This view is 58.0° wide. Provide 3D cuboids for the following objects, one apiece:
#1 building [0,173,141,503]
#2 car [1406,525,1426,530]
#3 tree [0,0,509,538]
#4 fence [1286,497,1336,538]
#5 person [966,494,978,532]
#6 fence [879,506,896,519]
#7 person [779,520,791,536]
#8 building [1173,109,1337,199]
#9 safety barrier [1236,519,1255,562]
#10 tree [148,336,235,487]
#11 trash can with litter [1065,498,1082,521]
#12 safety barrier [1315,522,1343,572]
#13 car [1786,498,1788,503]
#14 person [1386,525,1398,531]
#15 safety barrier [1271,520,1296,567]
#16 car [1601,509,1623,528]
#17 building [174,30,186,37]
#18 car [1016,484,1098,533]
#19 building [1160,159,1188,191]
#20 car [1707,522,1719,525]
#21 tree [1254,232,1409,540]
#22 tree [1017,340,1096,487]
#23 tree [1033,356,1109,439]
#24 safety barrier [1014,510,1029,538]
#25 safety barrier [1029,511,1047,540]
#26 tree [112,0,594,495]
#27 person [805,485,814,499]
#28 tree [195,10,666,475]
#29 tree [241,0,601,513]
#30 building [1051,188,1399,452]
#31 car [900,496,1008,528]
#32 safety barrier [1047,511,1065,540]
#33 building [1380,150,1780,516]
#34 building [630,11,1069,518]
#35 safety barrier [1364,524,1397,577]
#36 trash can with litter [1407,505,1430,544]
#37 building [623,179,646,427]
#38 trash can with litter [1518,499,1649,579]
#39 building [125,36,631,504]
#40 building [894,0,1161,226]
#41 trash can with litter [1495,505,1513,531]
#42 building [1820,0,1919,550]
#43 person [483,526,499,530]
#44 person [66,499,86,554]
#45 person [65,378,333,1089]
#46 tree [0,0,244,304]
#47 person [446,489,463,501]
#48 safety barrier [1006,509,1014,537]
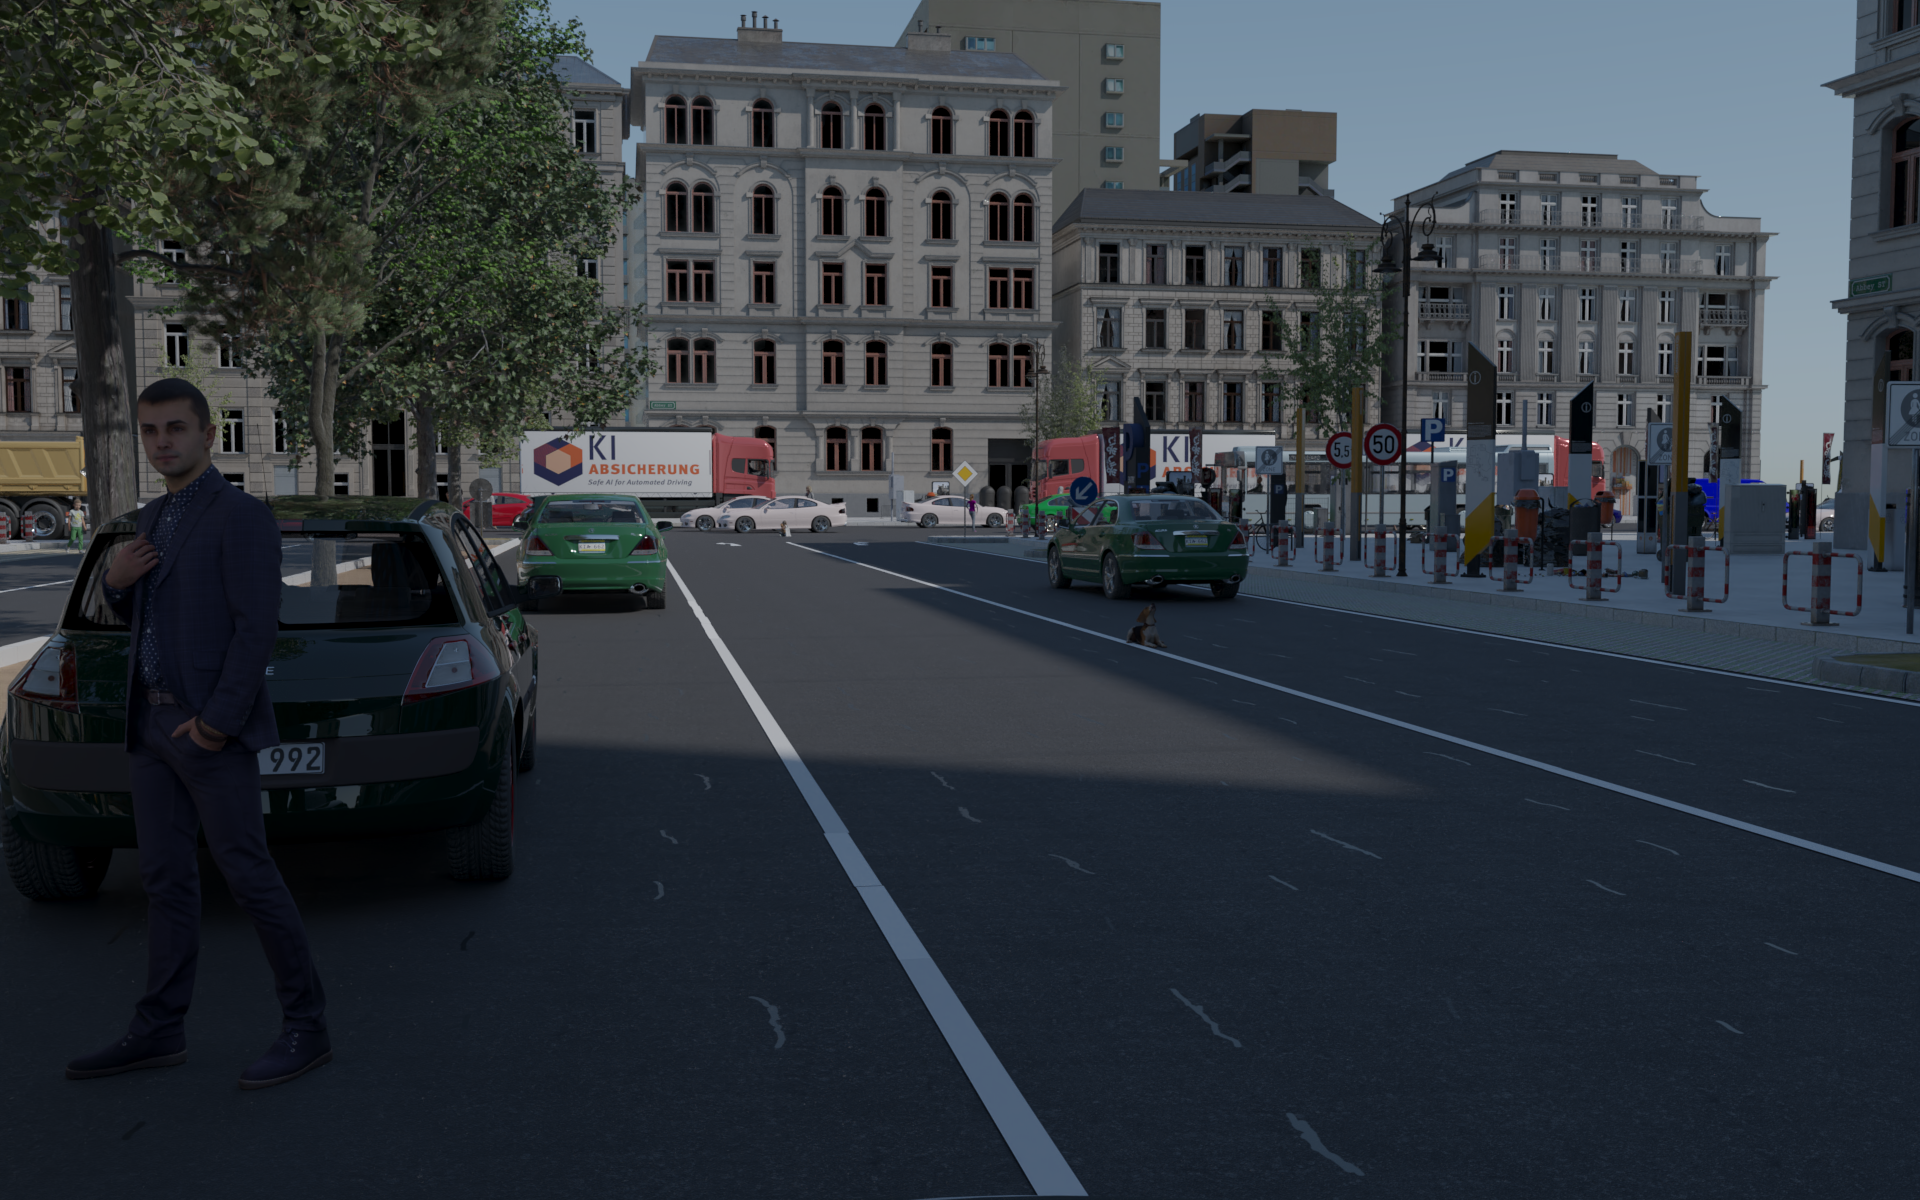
[{"bbox_3d":[-52.459,-13.782,89.970,19.286,19.102,10.561,-1,4,-11],"label":"building"},{"bbox_3d":[19.521,-3.694,69.189,4.718,1.807,1.959,-1,4,-9],"label":"car"},{"bbox_3d":[-7.749,-6.448,15.313,7.806,13.903,7.818,0,3,0],"label":"tree"},{"bbox_3d":[10.208,-2.442,51.133,2.264,1.192,0.480,-3,5,-40],"label":"fence"},{"bbox_3d":[0.519,-3.313,65.900,0.726,1.435,0.776,2,4,25],"label":"person"},{"bbox_3d":[-3.276,-4.580,90.255,2.069,0.683,0.278,2,4,32],"label":"fence"},{"bbox_3d":[-5.895,-2.409,58.354,0.357,0.543,0.381,1,4,14],"label":"person"},{"bbox_3d":[33.236,-33.514,198.069,14.200,45.320,14.600,-1,4,-11],"label":"building"},{"bbox_3d":[5.346,-1.123,32.644,0.300,0.817,1.120,-1,4,-11],"label":"safety barrier"},{"bbox_3d":[-35.970,-7.959,80.498,4.737,8.622,4.395,0,3,0],"label":"tree"},{"bbox_3d":[3.521,-2.319,49.305,1.055,1.170,0.624,3,5,39],"label":"trash can with litter"},{"bbox_3d":[6.110,-0.883,28.708,0.300,0.817,1.120,-1,4,-11],"label":"safety barrier"},{"bbox_3d":[39.022,-4.630,85.484,4.222,1.686,2.009,-1,4,-11],"label":"car"},{"bbox_3d":[16.840,-3.605,67.667,0.478,1.798,0.641,-3,5,-40],"label":"person"},{"bbox_3d":[5.728,-1.003,30.678,0.300,0.817,1.120,-1,4,-11],"label":"safety barrier"},{"bbox_3d":[26.009,-3.727,73.522,3.894,1.354,1.945,-1,4,-11],"label":"car"},{"bbox_3d":[-66.110,-27.961,140.760,14.154,41.232,14.086,-1,4,-11],"label":"building"},{"bbox_3d":[4.474,-3.405,64.468,4.718,1.807,1.959,-1,4,-11],"label":"car"},{"bbox_3d":[5.697,-30.327,187.735,32.217,40.220,23.993,-1,4,-11],"label":"building"},{"bbox_3d":[30.759,-3.606,70.968,4.499,1.417,2.014,-1,4,-11],"label":"car"},{"bbox_3d":[10.412,-5.966,47.902,4.737,8.622,4.395,0,3,0],"label":"tree"},{"bbox_3d":[4.522,-8.157,83.734,4.360,8.622,3.978,0,3,0],"label":"tree"},{"bbox_3d":[6.185,-8.694,92.502,4.737,8.622,4.395,0,3,0],"label":"tree"},{"bbox_3d":[1.904,-2.210,50.407,0.300,0.817,1.120,-1,4,-11],"label":"safety barrier"},{"bbox_3d":[2.289,-2.089,48.427,0.300,0.817,1.120,-1,4,-11],"label":"safety barrier"},{"bbox_3d":[-8.946,-5.875,24.266,9.928,11.665,9.643,0,3,0],"label":"tree"},{"bbox_3d":[-6.370,-3.984,73.822,0.728,1.800,0.709,-3,5,-44],"label":"person"},{"bbox_3d":[-10.741,-7.044,34.633,9.611,12.733,9.660,0,3,0],"label":"tree"},{"bbox_3d":[-12.720,-7.490,43.047,7.486,12.596,7.792,0,3,0],"label":"tree"},{"bbox_3d":[14.667,-14.571,102.860,19.286,19.102,10.561,-1,4,-11],"label":"building"},{"bbox_3d":[-0.130,-3.746,73.611,4.827,1.381,2.083,-1,4,-11],"label":"car"},{"bbox_3d":[2.670,-1.967,46.441,0.300,0.817,1.120,-1,4,-11],"label":"safety barrier"},{"bbox_3d":[35.814,-16.254,107.551,24.055,21.916,13.314,-1,4,-11],"label":"building"},{"bbox_3d":[-6.898,-19.103,99.723,23.554,28.519,14.401,-1,4,-11],"label":"building"},{"bbox_3d":[6.488,-0.762,26.742,0.300,0.817,1.120,-1,4,-11],"label":"safety barrier"},{"bbox_3d":[12.064,-2.042,44.774,1.055,1.170,0.624,3,5,43],"label":"trash can with litter"},{"bbox_3d":[-44.733,-39.136,259.480,30.456,49.044,23.786,-1,4,-11],"label":"building"},{"bbox_3d":[9.933,-0.960,26.759,1.678,1.210,2.233,-3,4,-37],"label":"trash can with litter"},{"bbox_3d":[-30.662,-18.180,94.513,25.104,27.353,12.463,-1,4,-11],"label":"building"},{"bbox_3d":[5.744,-33.040,163.905,21.300,48.544,21.600,-1,4,-11],"label":"building"},{"bbox_3d":[17.023,-2.670,55.039,1.055,1.170,0.624,3,5,39],"label":"trash can with litter"},{"bbox_3d":[28.669,-14.838,29.989,14.401,28.519,23.554,-1,4,-11],"label":"building"},{"bbox_3d":[-18.839,-3.701,69.363,0.624,1.780,0.694,1,4,12],"label":"person"},{"bbox_3d":[-21.305,-1.772,41.714,0.590,1.304,0.306,2,4,25],"label":"person"},{"bbox_3d":[-1.883,0.316,4.260,0.541,1.710,0.530,3,5,44],"label":"person"},{"bbox_3d":[-5.847,-5.337,7.845,7.486,12.596,7.792,0,3,0],"label":"tree"},{"bbox_3d":[-17.687,-3.101,60.657,0.566,1.644,0.517,-1,4,-13],"label":"person"},{"bbox_3d":[1.523,-2.330,52.375,0.300,0.817,1.120,-1,4,-11],"label":"safety barrier"}]
